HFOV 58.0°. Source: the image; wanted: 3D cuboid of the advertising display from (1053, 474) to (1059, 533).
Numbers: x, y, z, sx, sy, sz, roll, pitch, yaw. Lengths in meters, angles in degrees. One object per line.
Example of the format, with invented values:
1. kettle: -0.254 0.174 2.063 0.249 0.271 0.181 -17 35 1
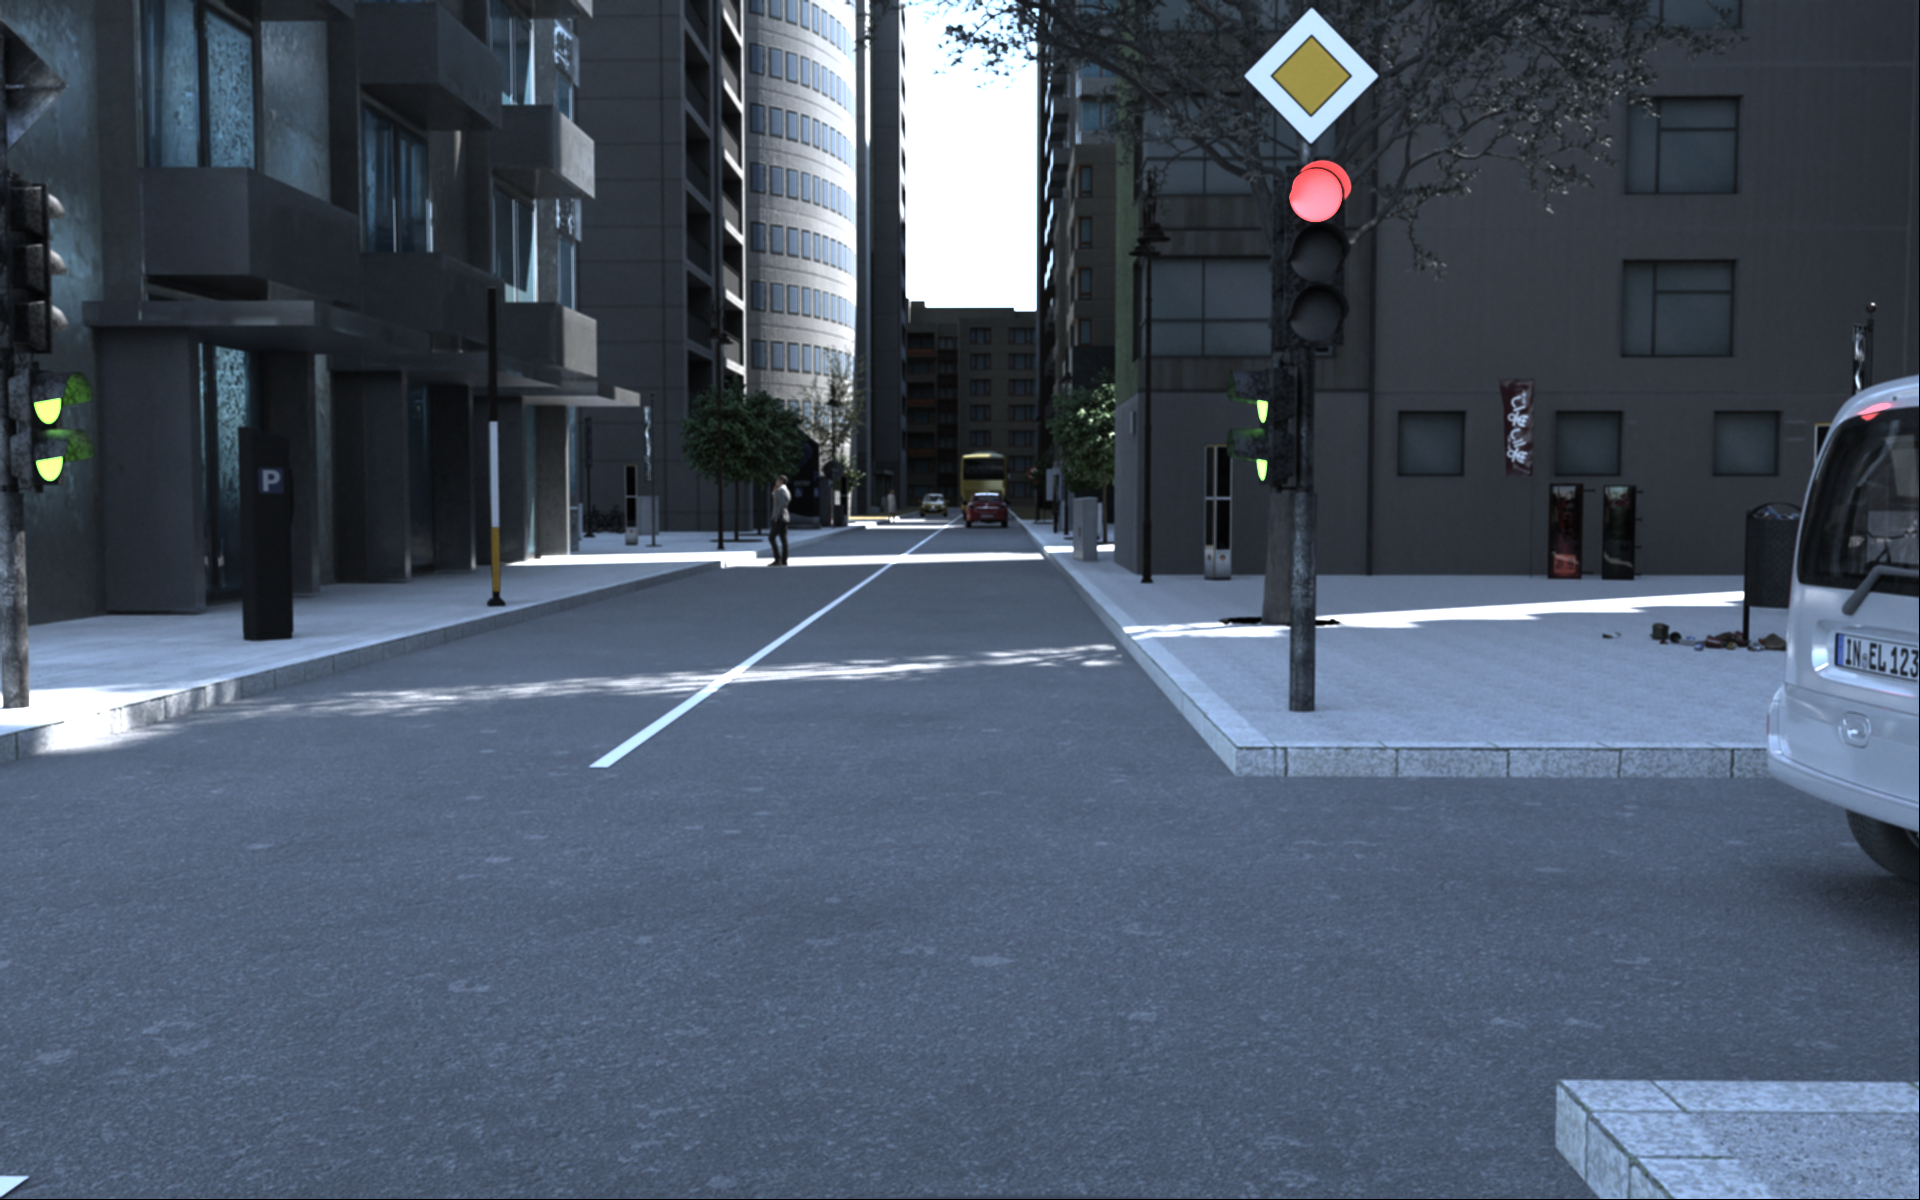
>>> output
1. advertising display: 3.170 -3.181 57.228 0.123 1.923 0.974 1 4 8

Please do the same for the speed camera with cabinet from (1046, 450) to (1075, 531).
1. speed camera with cabinet: 3.514 -4.056 60.647 0.660 3.252 2.038 1 4 17

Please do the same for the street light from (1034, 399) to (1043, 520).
1. street light: 3.809 -6.820 84.289 0.468 5.910 1.993 0 4 1

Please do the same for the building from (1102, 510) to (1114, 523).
1. building: 15.939 -46.183 67.765 22.319 86.520 31.000 0 4 1

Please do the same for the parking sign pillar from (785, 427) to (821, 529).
1. parking sign pillar: -5.805 -4.578 63.317 1.447 3.967 1.447 2 4 27

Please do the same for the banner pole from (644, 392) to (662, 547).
1. banner pole: -7.619 -3.214 42.566 0.401 3.779 0.863 -2 4 -27

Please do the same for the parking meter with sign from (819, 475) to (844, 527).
1. parking meter with sign: -5.379 -4.362 67.585 1.738 3.016 0.543 1 4 17

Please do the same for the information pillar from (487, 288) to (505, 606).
1. information pillar: -5.375 -1.749 19.948 0.183 3.616 0.504 -1 4 -17

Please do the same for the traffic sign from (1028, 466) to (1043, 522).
1. traffic sign: 3.399 -4.724 77.341 0.768 2.556 0.104 0 4 4

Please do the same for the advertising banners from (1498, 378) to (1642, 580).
1. advertising banners: 9.163 -1.828 26.072 2.074 3.025 0.090 1 4 20

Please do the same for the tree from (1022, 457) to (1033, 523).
1. tree: 3.524 -4.919 75.025 1.663 3.219 1.824 0 3 0

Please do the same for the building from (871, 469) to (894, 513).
1. building: -21.277 -26.551 125.992 32.217 40.220 23.993 0 4 1

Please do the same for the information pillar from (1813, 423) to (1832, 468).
1. information pillar: 9.035 -0.821 17.918 0.304 2.012 0.304 -2 4 -34

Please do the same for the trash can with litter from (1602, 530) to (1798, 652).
1. trash can with litter: 6.622 -0.225 14.743 1.678 1.210 2.233 -3 4 -37

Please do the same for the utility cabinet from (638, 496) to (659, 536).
1. utility cabinet: -9.778 -2.616 53.932 0.306 1.237 1.020 2 4 24

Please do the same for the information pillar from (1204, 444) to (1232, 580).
1. information pillar: 3.853 -1.306 25.840 0.304 2.012 0.304 -1 4 -22

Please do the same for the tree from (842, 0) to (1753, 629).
1. tree: 3.215 -6.494 16.551 12.009 13.543 11.850 0 3 0

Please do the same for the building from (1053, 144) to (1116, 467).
1. building: 19.731 -15.595 100.017 27.650 21.520 28.899 0 4 1

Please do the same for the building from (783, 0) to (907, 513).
1. building: -18.838 -37.136 149.177 28.212 58.520 21.231 0 4 1

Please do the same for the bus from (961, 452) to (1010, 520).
1. bus: 1.457 -6.625 99.870 2.896 3.916 12.252 0 4 2

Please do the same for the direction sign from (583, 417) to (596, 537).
1. direction sign: -11.001 -3.626 51.290 0.379 3.537 0.876 -1 4 -23

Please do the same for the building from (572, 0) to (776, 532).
1. building: -17.137 -38.464 67.144 20.563 71.187 20.611 0 4 1

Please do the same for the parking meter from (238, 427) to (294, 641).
1. parking meter: -6.107 -0.585 15.273 0.255 1.863 0.399 3 5 45

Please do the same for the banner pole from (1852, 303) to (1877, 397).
1. banner pole: 11.805 -1.999 22.695 0.863 3.779 0.401 -3 5 -44

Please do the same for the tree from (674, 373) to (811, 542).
1. tree: -6.035 -3.858 46.797 4.285 4.588 4.351 0 3 0

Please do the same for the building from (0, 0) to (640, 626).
1. building: -18.418 -24.798 25.054 23.786 49.044 30.456 0 4 1

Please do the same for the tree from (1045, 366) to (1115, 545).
1. tree: 3.798 -3.720 44.535 4.285 4.588 4.351 0 3 0

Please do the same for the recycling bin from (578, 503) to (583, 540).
1. recycling bin: -10.884 -2.179 48.179 0.722 1.027 0.722 -1 4 -8

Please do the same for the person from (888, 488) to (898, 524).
1. person: -3.211 -4.452 82.040 0.466 1.731 0.760 0 4 7

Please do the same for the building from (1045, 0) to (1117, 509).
1. building: 17.746 -31.191 129.582 23.786 49.044 30.456 0 4 1

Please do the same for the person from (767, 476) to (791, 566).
1. person: -3.620 -1.587 34.630 0.473 1.802 0.592 1 4 23

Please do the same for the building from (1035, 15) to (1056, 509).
1. building: 13.743 -30.700 152.060 14.600 45.320 14.200 0 4 1

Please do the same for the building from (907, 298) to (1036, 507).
1. building: -5.439 -20.720 183.812 28.899 21.520 27.650 0 4 1

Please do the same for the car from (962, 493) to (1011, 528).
1. car: 1.151 -4.039 75.081 2.155 1.783 4.494 0 4 0

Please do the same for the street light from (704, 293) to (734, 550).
1. street light: -5.543 -4.108 39.955 0.468 5.910 1.993 0 4 1

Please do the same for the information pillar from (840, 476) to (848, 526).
1. information pillar: -4.603 -3.931 68.763 0.304 2.012 0.304 0 4 0

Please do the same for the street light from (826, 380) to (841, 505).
1. street light: -5.071 -5.908 69.377 0.468 5.910 1.993 0 4 1

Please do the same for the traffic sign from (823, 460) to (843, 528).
1. traffic sign: -4.746 -3.960 64.852 0.768 2.556 0.104 0 4 7

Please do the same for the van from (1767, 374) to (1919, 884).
1. van: 4.950 0.085 5.629 4.112 2.044 2.013 0 4 1

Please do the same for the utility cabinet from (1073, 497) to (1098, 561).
1. utility cabinet: 2.409 -1.364 33.463 0.306 1.237 1.020 0 4 -7

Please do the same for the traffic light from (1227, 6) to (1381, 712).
1. traffic light: 2.009 -1.299 10.156 0.839 4.253 0.868 0 4 1

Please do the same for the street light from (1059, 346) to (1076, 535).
1. street light: 3.345 -4.985 54.298 0.468 5.910 1.993 0 4 1

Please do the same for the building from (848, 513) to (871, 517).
1. building: -16.621 -34.069 99.028 21.231 58.520 28.212 0 4 1

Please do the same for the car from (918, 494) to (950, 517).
1. car: -1.666 -6.123 110.327 2.015 1.641 3.980 0 4 1

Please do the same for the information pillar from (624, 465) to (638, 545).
1. information pillar: -8.253 -2.386 43.501 0.304 2.012 0.304 0 4 -8

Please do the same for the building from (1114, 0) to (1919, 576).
1. building: 9.950 -21.366 32.930 14.154 41.232 14.086 0 4 1

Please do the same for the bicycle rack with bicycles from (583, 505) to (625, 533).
1. bicycle rack with bicycles: -11.699 -2.667 56.988 2.925 0.926 2.852 0 4 -6

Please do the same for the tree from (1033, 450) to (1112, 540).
1. tree: 3.355 -3.321 48.904 1.663 3.219 1.824 0 3 0

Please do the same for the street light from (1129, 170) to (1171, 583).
1. street light: 2.705 -3.186 24.880 0.468 5.910 1.993 0 4 1

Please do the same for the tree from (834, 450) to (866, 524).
1. tree: -5.098 -4.934 75.273 1.663 3.219 1.824 0 3 0

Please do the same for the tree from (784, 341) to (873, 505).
1. tree: -6.037 -8.096 82.731 4.360 8.622 3.978 0 3 0

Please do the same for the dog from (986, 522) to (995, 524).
1. dog: 1.502 -3.927 84.400 0.550 0.427 0.748 1 4 10

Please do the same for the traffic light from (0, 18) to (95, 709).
1. traffic light: -5.651 -1.307 10.283 0.839 4.253 0.868 0 4 1

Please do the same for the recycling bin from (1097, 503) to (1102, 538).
1. recycling bin: 3.810 -2.366 51.241 0.722 1.027 0.722 1 4 13
